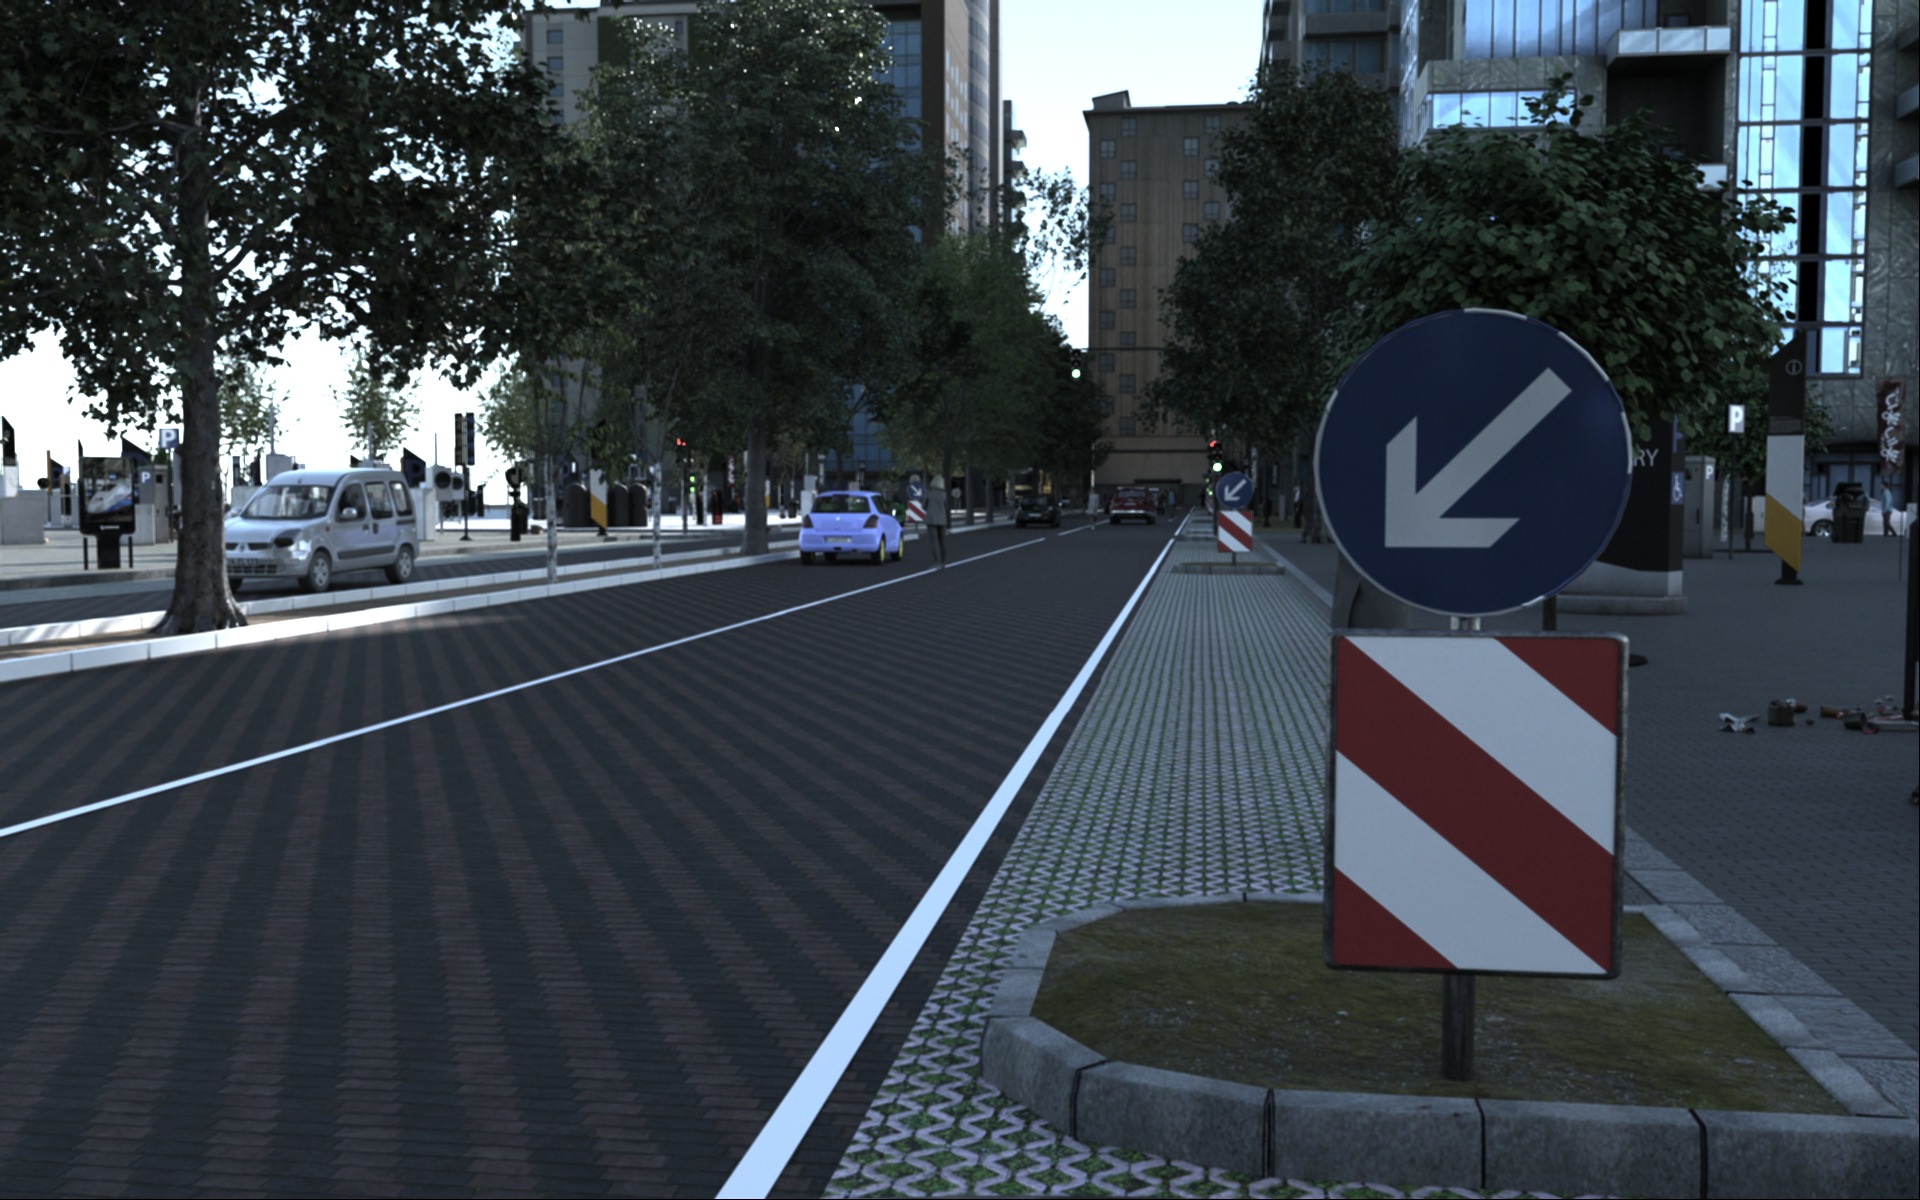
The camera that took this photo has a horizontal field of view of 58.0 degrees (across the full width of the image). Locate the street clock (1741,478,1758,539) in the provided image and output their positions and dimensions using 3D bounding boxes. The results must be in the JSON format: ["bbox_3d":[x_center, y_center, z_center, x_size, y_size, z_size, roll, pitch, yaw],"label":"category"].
[{"bbox_3d":[22.740,-2.770,49.861,0.358,2.002,0.471,-3,5,-43],"label":"street clock"}]

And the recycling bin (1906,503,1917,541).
[{"bbox_3d":[26.582,-2.146,47.641,0.722,1.027,0.722,-1,4,-16],"label":"recycling bin"}]

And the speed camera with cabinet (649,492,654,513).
[{"bbox_3d":[-20.929,-7.491,116.818,0.660,3.252,2.038,2,4,27],"label":"speed camera with cabinet"}]

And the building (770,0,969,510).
[{"bbox_3d":[-7.073,-30.349,146.310,14.600,45.320,14.200,0,4,8],"label":"building"}]

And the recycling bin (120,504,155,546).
[{"bbox_3d":[-20.619,-1.873,43.175,0.722,1.027,0.722,1,4,21],"label":"recycling bin"}]

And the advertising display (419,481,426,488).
[{"bbox_3d":[-26.566,-4.978,86.611,0.974,1.923,0.123,0,4,2],"label":"advertising display"}]

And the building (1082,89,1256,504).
[{"bbox_3d":[31.057,-39.386,233.198,27.495,52.752,28.713,0,4,8],"label":"building"}]

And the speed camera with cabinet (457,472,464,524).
[{"bbox_3d":[-21.864,-4.793,72.695,2.038,3.252,0.660,-1,4,-21],"label":"speed camera with cabinet"}]

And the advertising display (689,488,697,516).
[{"bbox_3d":[-15.935,-5.999,103.304,0.123,1.923,0.974,-2,4,-29],"label":"advertising display"}]

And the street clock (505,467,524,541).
[{"bbox_3d":[-12.114,-2.604,47.141,0.358,2.002,0.471,3,4,37],"label":"street clock"}]

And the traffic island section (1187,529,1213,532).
[{"bbox_3d":[9.050,-2.394,61.426,2.009,0.180,2.903,0,4,8],"label":"traffic island section"}]

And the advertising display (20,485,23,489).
[{"bbox_3d":[-68.756,-7.420,126.528,0.123,1.923,0.974,0,4,5],"label":"advertising display"}]

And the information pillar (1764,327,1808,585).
[{"bbox_3d":[11.715,-2.031,24.554,0.504,3.616,0.183,3,4,36],"label":"information pillar"}]

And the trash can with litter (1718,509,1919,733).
[{"bbox_3d":[5.174,0.078,9.776,2.233,1.210,1.678,-1,4,-12],"label":"trash can with litter"}]

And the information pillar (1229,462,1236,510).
[{"bbox_3d":[19.237,-8.003,122.205,0.504,3.616,0.183,0,4,7],"label":"information pillar"}]

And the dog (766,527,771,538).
[{"bbox_3d":[-5.584,-1.797,48.664,0.540,0.507,0.406,-1,4,-9],"label":"dog"}]

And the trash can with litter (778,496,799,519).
[{"bbox_3d":[-8.990,-4.847,90.635,1.055,1.170,0.624,-1,4,-16],"label":"trash can with litter"}]

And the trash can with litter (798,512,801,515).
[{"bbox_3d":[-8.856,-5.670,103.763,2.233,1.210,1.678,1,4,15],"label":"trash can with litter"}]

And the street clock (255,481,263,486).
[{"bbox_3d":[-40.275,-5.810,99.570,0.358,2.002,0.471,1,4,9],"label":"street clock"}]

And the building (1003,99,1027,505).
[{"bbox_3d":[-7.835,-35.610,201.832,30.456,49.044,23.786,0,4,8],"label":"building"}]

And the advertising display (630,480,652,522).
[{"bbox_3d":[-14.698,-4.558,79.735,0.974,1.923,0.123,0,4,-8],"label":"advertising display"}]

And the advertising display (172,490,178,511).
[{"bbox_3d":[-50.131,-6.446,110.608,0.123,1.923,0.974,0,4,-6],"label":"advertising display"}]

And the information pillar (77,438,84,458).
[{"bbox_3d":[-36.971,-4.987,72.888,0.183,3.616,0.504,-1,4,-10],"label":"information pillar"}]

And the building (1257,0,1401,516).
[{"bbox_3d":[31.245,-30.182,113.080,23.786,49.044,30.456,0,4,8],"label":"building"}]

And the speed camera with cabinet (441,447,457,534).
[{"bbox_3d":[-17.157,-3.704,54.903,2.038,3.252,0.660,-3,5,-42],"label":"speed camera with cabinet"}]

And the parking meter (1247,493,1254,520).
[{"bbox_3d":[14.278,-4.857,85.123,0.255,1.863,0.399,0,4,-5],"label":"parking meter"}]

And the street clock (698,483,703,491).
[{"bbox_3d":[-17.347,-6.797,115.701,0.358,2.002,0.471,-2,4,-28],"label":"street clock"}]

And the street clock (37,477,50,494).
[{"bbox_3d":[-39.298,-4.264,74.283,0.471,2.002,0.358,-2,4,-35],"label":"street clock"}]

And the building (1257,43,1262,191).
[{"bbox_3d":[39.092,-31.133,163.647,22.147,44.769,28.867,0,4,8],"label":"building"}]

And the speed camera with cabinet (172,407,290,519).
[{"bbox_3d":[-14.783,-2.491,35.066,2.038,3.252,0.660,-1,4,-14],"label":"speed camera with cabinet"}]

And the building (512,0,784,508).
[{"bbox_3d":[-37.418,-40.667,206.897,28.212,58.520,21.231,0,4,8],"label":"building"}]

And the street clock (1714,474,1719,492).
[{"bbox_3d":[18.749,-2.380,43.477,0.471,2.002,0.358,-1,4,-9],"label":"street clock"}]

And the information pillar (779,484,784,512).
[{"bbox_3d":[-12.754,-7.297,123.802,0.304,2.012,0.304,-1,4,-20],"label":"information pillar"}]

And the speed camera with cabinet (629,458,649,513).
[{"bbox_3d":[-18.275,-6.155,94.973,2.038,3.252,0.660,-1,4,-9],"label":"speed camera with cabinet"}]

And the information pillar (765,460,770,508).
[{"bbox_3d":[-11.582,-6.835,103.111,0.504,3.616,0.183,0,4,-5],"label":"information pillar"}]

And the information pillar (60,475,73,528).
[{"bbox_3d":[-34.327,-3.794,66.521,0.304,2.012,0.304,3,5,43],"label":"information pillar"}]

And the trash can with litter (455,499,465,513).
[{"bbox_3d":[-30.690,-5.862,107.227,0.624,1.170,1.055,2,4,34],"label":"trash can with litter"}]

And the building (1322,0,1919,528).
[{"bbox_3d":[30.433,-46.294,69.581,31.000,86.520,22.319,0,4,8],"label":"building"}]

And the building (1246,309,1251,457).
[{"bbox_3d":[40.202,-26.223,200.440,14.160,30.474,14.107,0,4,8],"label":"building"}]

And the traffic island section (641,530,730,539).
[{"bbox_3d":[-8.884,-2.054,55.870,2.009,0.180,2.903,0,4,8],"label":"traffic island section"}]

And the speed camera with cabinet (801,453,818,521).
[{"bbox_3d":[-7.184,-5.401,82.639,0.660,3.252,2.038,0,4,2],"label":"speed camera with cabinet"}]

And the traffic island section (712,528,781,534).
[{"bbox_3d":[-7.777,-2.538,63.778,2.009,0.180,2.903,0,4,8],"label":"traffic island section"}]

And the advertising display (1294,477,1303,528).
[{"bbox_3d":[12.770,-3.682,65.419,0.123,1.923,0.974,0,4,-2],"label":"advertising display"}]

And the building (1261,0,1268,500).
[{"bbox_3d":[31.722,-28.067,142.484,14.154,41.232,14.086,0,4,8],"label":"building"}]

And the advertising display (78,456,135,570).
[{"bbox_3d":[-14.619,-1.498,29.699,0.123,1.923,0.974,2,4,29],"label":"advertising display"}]

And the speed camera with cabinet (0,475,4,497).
[{"bbox_3d":[-45.021,-5.409,82.777,0.660,3.252,2.038,1,4,21],"label":"speed camera with cabinet"}]

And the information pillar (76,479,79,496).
[{"bbox_3d":[-41.737,-4.753,82.203,0.304,2.012,0.304,-3,4,-36],"label":"information pillar"}]

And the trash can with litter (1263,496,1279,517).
[{"bbox_3d":[17.763,-5.337,98.648,1.055,1.170,0.624,1,4,13],"label":"trash can with litter"}]

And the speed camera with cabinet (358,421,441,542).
[{"bbox_3d":[-15.341,-3.234,47.209,2.038,3.252,0.660,1,4,15],"label":"speed camera with cabinet"}]

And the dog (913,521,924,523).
[{"bbox_3d":[-2.072,-4.072,86.771,0.550,0.427,0.748,0,4,1],"label":"dog"}]

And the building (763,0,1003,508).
[{"bbox_3d":[-7.855,-38.250,167.389,21.231,58.520,28.212,0,4,8],"label":"building"}]

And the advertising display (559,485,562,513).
[{"bbox_3d":[-26.474,-6.806,116.484,0.974,1.923,0.123,0,4,-5],"label":"advertising display"}]

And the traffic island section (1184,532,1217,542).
[{"bbox_3d":[7.943,-1.911,53.518,2.009,0.180,2.903,0,4,8],"label":"traffic island section"}]

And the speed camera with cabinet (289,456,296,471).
[{"bbox_3d":[-15.307,-2.726,38.904,0.660,3.252,2.038,-1,4,-16],"label":"speed camera with cabinet"}]

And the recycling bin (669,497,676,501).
[{"bbox_3d":[-23.622,-7.865,141.151,0.722,1.027,0.722,2,4,31],"label":"recycling bin"}]

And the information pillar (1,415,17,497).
[{"bbox_3d":[-28.277,-3.679,51.513,0.183,3.616,0.504,1,4,10],"label":"information pillar"}]

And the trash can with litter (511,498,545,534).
[{"bbox_3d":[-13.771,-2.682,55.236,1.055,1.170,0.624,0,4,6],"label":"trash can with litter"}]

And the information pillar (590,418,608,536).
[{"bbox_3d":[-11.055,-3.771,53.011,0.504,3.616,0.183,-1,4,-16],"label":"information pillar"}]

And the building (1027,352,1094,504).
[{"bbox_3d":[3.128,-24.035,238.018,28.899,21.520,27.650,0,4,8],"label":"building"}]
